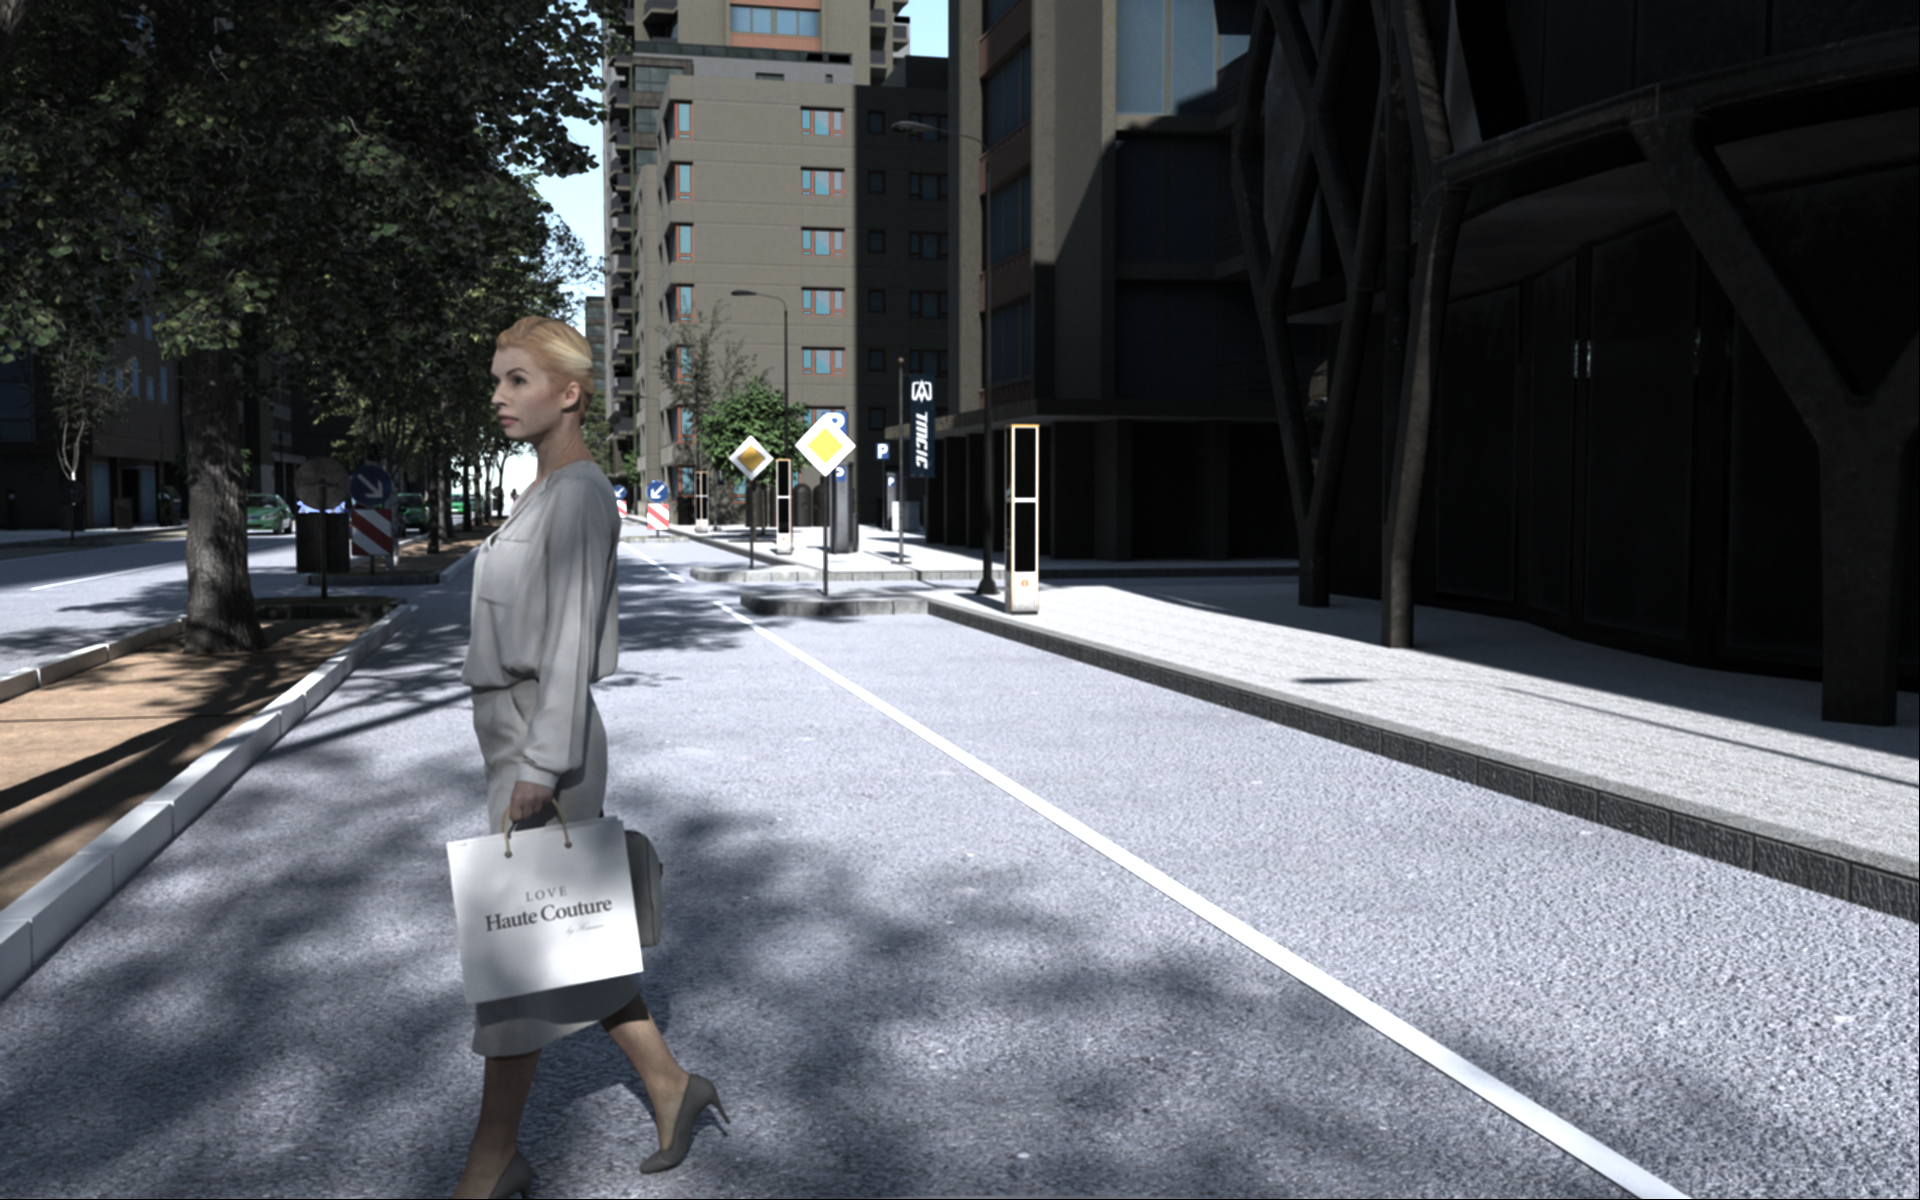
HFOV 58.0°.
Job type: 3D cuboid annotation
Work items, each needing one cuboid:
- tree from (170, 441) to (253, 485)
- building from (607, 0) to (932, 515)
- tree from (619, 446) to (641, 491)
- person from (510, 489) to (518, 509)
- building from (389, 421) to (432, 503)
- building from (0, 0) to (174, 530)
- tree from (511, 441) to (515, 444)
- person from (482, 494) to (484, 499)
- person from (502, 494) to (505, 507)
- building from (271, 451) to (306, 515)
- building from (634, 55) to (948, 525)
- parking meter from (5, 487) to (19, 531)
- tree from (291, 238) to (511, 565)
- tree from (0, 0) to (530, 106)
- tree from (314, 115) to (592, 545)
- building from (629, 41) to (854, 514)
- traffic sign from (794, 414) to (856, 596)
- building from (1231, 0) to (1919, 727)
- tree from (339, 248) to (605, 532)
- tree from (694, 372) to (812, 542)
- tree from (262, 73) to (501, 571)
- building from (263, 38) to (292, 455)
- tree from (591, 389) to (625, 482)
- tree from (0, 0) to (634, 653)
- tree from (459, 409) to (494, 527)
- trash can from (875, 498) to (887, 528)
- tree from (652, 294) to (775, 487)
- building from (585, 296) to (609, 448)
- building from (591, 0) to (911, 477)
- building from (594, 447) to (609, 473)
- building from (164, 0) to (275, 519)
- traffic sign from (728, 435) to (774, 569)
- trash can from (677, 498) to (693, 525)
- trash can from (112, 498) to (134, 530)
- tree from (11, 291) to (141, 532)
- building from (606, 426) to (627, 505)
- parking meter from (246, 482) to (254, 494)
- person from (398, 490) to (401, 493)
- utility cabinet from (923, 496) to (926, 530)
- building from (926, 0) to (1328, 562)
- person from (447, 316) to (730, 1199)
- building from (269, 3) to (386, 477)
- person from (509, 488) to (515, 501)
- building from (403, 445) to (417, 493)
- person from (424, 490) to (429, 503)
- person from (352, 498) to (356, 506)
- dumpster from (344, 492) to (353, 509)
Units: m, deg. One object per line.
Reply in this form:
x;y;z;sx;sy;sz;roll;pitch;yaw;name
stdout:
-34.259;-5.837;79.152;4.285;4.588;4.351;0;3;0;tree
-16.359;-29.540;137.610;22.147;44.769;28.867;-1;4;-13;building
-19.092;-7.463;105.737;4.285;4.588;4.351;0;3;0;tree
-26.701;-5.787;103.779;0.621;1.740;0.551;1;4;20;person
-80.825;-34.025;239.907;14.154;41.232;14.086;-1;4;-13;building
-39.675;-25.473;66.598;14.600;45.320;14.200;-1;4;-13;building
-24.947;-8.488;91.598;4.737;8.622;4.395;0;3;0;tree
-51.335;-10.678;186.352;0.557;1.426;1.065;0;4;-4;person
-52.529;-11.573;198.534;0.721;1.723;1.217;2;4;26;person
-51.810;-40.777;104.954;20.563;71.187;20.611;-1;4;-13;building
-1.866;-14.915;88.901;27.650;21.520;28.899;-1;4;-13;building
-33.346;-3.211;60.914;0.372;1.533;0.369;0;3;0;parking meter
-11.394;-5.003;34.614;4.737;8.622;4.395;0;3;0;tree
-4.323;-4.281;6.871;8.767;10.594;7.601;-1;4;-13;tree
-14.450;-7.796;48.042;7.486;12.596;7.792;0;3;0;tree
-14.920;-21.045;115.780;14.160;30.474;14.107;-1;4;-13;building
-1.695;-1.109;21.771;0.795;2.450;0.064;-1;4;-13;traffic sign
11.670;-9.017;14.874;16.820;18.784;16.811;-1;4;-13;building
-18.613;-9.302;64.911;12.009;13.543;11.850;0;3;0;tree
-5.477;-3.855;46.742;4.285;4.588;4.351;0;3;0;tree
-9.956;-4.719;29.979;4.360;8.622;3.978;0;3;0;tree
-62.904;-26.560;126.136;32.217;40.220;23.993;-1;4;-13;building
-38.867;-16.416;186.521;7.486;12.596;7.792;0;3;0;tree
-6.669;-6.493;15.268;9.857;13.997;8.962;0;3;0;tree
-21.411;-9.059;76.320;9.928;11.665;9.643;0;3;0;tree
-2.895;-3.313;65.824;0.748;1.137;0.748;0;3;0;trash can
-9.381;-6.990;64.644;4.360;8.622;3.978;0;3;0;tree
-47.537;-29.445;253.126;14.160;30.474;14.107;-1;4;-13;building
-20.002;-35.261;165.762;28.713;52.752;27.495;-1;4;-13;building
-37.741;-56.143;230.609;22.319;86.520;31.000;-1;4;-13;building
-44.098;-19.413;89.109;14.160;30.474;14.107;-1;4;-13;building
-3.560;-1.584;29.536;0.795;2.450;0.064;-1;4;-13;traffic sign
-11.364;-3.667;71.602;0.748;1.137;0.748;0;3;0;trash can
-30.114;-3.102;62.368;0.748;1.137;0.748;0;3;0;trash can
-30.326;-6.657;59.197;4.360;8.622;3.978;0;3;0;tree
-33.491;-46.933;205.607;20.563;71.187;20.611;-1;4;-13;building
-35.090;-4.886;85.599;0.255;1.863;0.399;0;4;4;parking meter
-41.877;-7.361;129.644;1.217;1.735;0.721;3;4;36;person
-0.804;-3.092;61.716;1.020;1.237;0.306;2;4;34;utility cabinet
12.925;-23.797;43.707;28.867;44.769;22.147;-1;4;-13;building
-0.772;0.331;3.443;0.624;1.780;0.694;-1;4;-10;person
-61.967;-32.166;149.617;21.300;48.544;21.600;-1;4;-13;building
-31.087;-6.870;120.765;0.705;1.831;1.348;-3;4;-37;person
-70.284;-33.530;198.330;14.600;45.320;14.200;-1;4;-13;building
-39.105;-7.181;126.699;0.721;1.735;1.217;-2;4;-26;person
-22.779;-3.490;65.426;0.748;1.841;0.638;-3;5;-44;person
-40.174;-6.460;113.830;1.865;1.857;1.264;-1;4;-13;dumpster
